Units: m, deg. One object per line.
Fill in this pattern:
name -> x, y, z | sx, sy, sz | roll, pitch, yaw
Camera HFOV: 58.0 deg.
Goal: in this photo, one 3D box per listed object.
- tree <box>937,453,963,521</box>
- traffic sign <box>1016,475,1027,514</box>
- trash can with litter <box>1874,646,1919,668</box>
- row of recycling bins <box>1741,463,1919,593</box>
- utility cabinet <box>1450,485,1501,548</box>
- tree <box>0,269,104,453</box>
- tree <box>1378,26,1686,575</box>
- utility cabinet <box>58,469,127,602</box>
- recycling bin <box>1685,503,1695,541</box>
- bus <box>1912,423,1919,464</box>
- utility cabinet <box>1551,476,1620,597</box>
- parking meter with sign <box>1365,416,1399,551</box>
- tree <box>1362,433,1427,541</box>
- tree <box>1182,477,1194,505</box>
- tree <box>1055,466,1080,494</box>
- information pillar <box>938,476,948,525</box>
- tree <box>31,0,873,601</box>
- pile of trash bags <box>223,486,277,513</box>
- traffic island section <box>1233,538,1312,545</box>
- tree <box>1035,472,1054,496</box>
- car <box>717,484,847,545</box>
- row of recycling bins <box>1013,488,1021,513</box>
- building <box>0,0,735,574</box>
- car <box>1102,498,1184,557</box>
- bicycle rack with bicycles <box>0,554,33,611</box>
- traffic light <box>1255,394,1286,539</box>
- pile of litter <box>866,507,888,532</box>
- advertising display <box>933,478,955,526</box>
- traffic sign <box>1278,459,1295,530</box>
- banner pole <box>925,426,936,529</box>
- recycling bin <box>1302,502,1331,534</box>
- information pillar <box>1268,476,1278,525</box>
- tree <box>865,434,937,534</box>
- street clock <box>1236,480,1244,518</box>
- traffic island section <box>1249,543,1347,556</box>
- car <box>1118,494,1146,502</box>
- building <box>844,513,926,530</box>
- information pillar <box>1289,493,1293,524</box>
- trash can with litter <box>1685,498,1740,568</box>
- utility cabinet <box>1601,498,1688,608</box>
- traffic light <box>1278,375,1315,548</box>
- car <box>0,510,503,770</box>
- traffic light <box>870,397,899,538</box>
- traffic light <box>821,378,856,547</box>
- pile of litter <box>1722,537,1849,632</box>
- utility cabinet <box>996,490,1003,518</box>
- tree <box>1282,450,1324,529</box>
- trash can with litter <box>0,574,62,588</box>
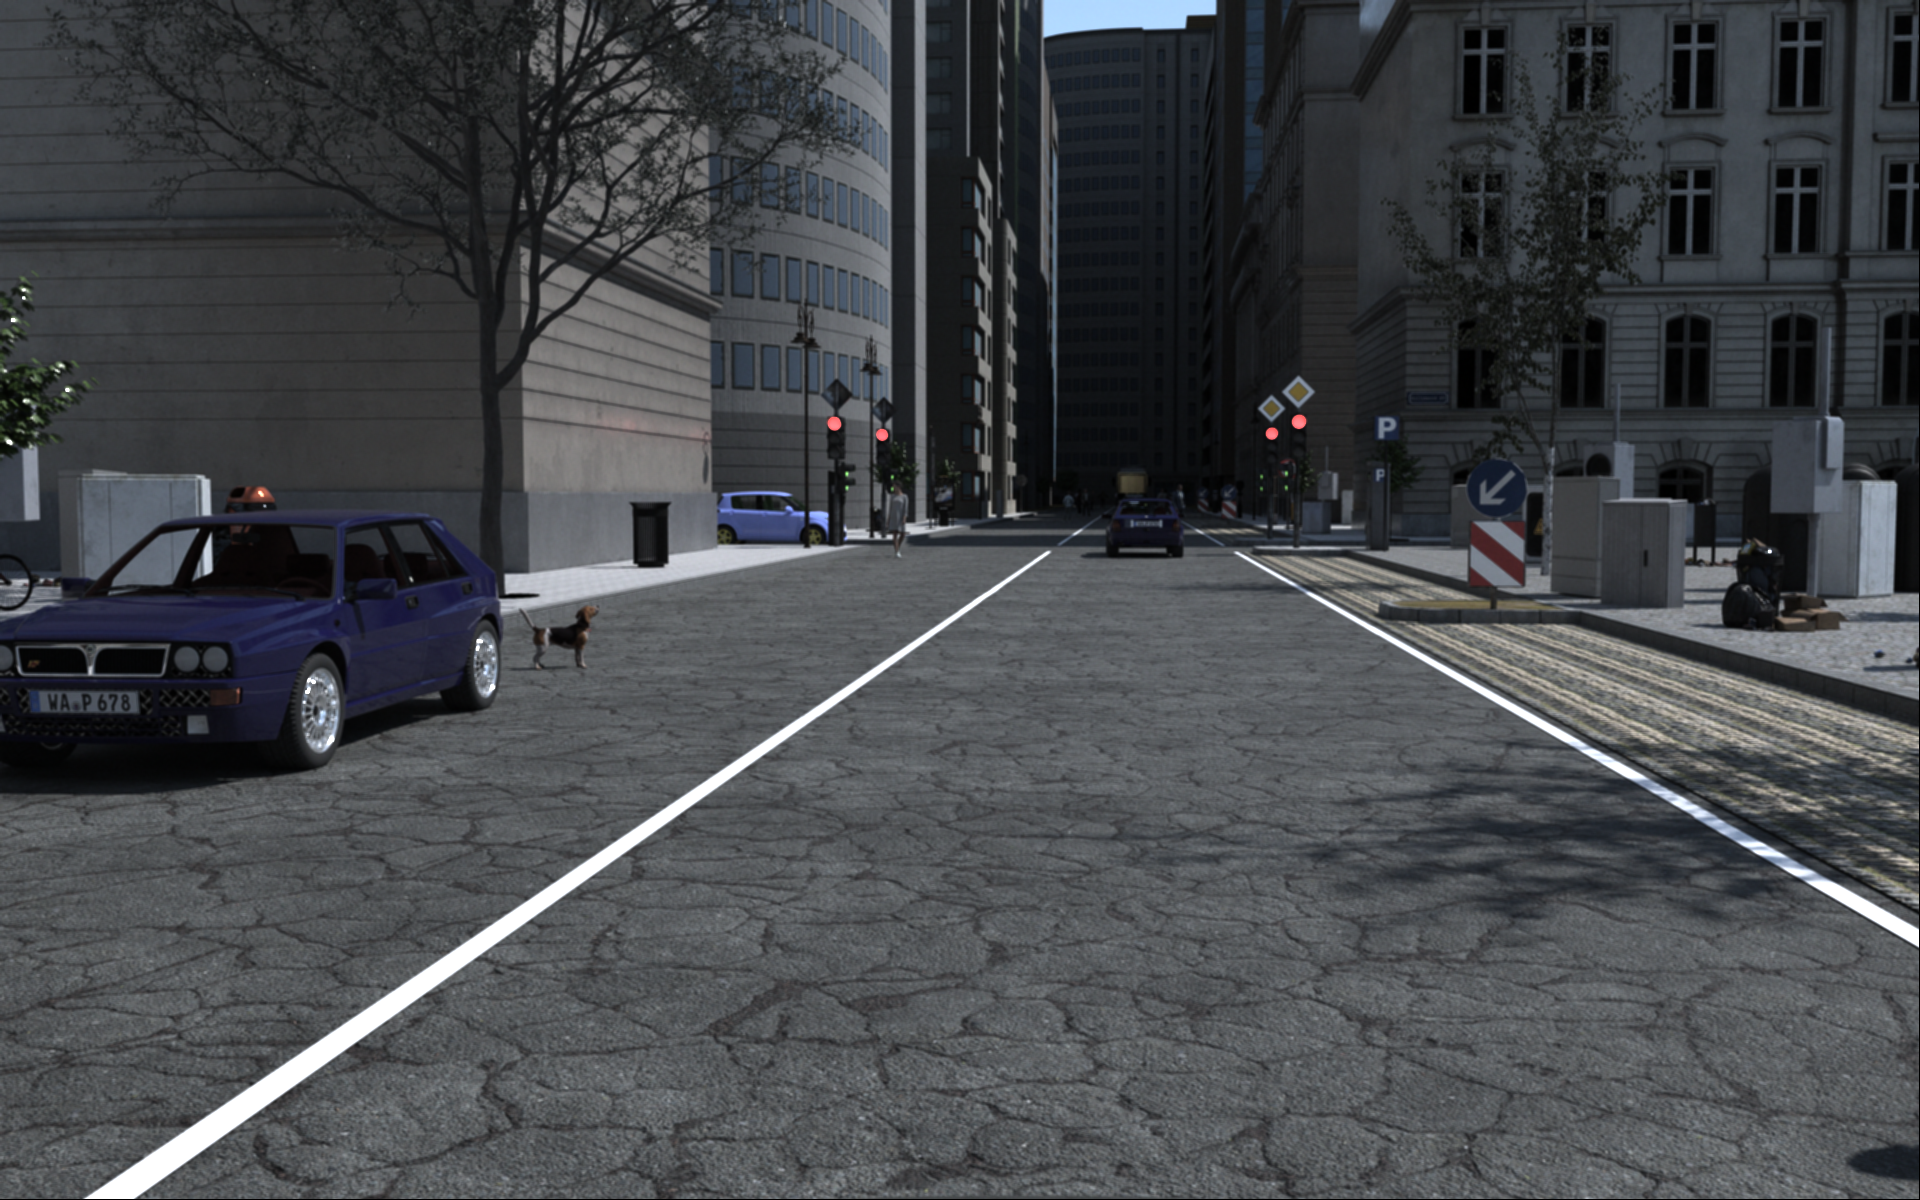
tree -> -0.650, -5.331, 81.771 | 1.663, 3.219, 1.824 | 0, 3, 0
traffic sign -> 4.007, -6.920, 113.249 | 0.768, 2.556, 0.104 | 1, 4, 9
trash can with litter -> 7.887, -0.125, 13.108 | 1.678, 1.210, 2.233 | 3, 5, 42
row of recycling bins -> 12.295, -0.970, 22.978 | 3.534, 1.692, 1.069 | 0, 4, 7
utility cabinet -> 12.048, -1.946, 40.501 | 0.318, 1.500, 1.173 | -3, 4, -37
tree -> -7.469, -1.105, 12.670 | 1.663, 3.219, 1.824 | 0, 3, 0
tree -> 9.095, -4.705, 27.294 | 4.360, 8.622, 3.978 | 0, 3, 0
utility cabinet -> -8.049, -0.455, 16.125 | 0.318, 1.500, 1.173 | -3, 5, -41
recycling bin -> 20.020, -2.179, 48.176 | 0.722, 1.027, 0.722 | 1, 4, 17
bus -> 31.018, -2.928, 42.733 | 13.247, 3.499, 2.948 | 0, 4, 7
utility cabinet -> 7.843, -0.798, 21.722 | 0.318, 1.500, 1.173 | 0, 4, -7
parking meter with sign -> 9.554, -2.643, 39.470 | 0.543, 3.016, 1.738 | 0, 4, 4
tree -> 12.008, -3.247, 47.684 | 1.663, 3.219, 1.824 | 0, 3, 0
tree -> 25.674, -12.350, 196.525 | 1.663, 3.219, 1.824 | 0, 3, 0
tree -> 12.510, -13.362, 202.174 | 4.285, 4.588, 4.351 | 0, 3, 0
information pillar -> -0.699, -4.054, 70.772 | 0.304, 2.012, 0.304 | -2, 4, -26
tree -> -5.656, -6.769, 21.043 | 12.009, 13.543, 11.850 | 0, 3, 0
pile of trash bags -> -9.096, -0.667, 20.657 | 3.447, 1.369, 1.912 | 3, 5, 41
traffic island section -> 8.809, -1.640, 49.090 | 2.009, 0.180, 2.903 | 0, 4, 6
tree -> 7.201, -9.347, 147.427 | 1.663, 3.219, 1.824 | 0, 3, 0
car -> -4.860, -2.235, 46.133 | 3.694, 1.707, 1.945 | 0, 4, 5
row of recycling bins -> 2.463, -6.905, 120.002 | 3.534, 1.692, 1.069 | 0, 4, 3
building -> -17.367, -15.124, 34.672 | 23.554, 28.519, 14.401 | 0, 4, 6
car -> 4.293, -1.710, 40.535 | 1.945, 1.354, 3.894 | 0, 4, 4
bicycle rack with bicycles -> -11.842, -0.298, 18.261 | 2.925, 0.926, 2.852 | 1, 4, 13
traffic light -> 8.770, -3.673, 48.980 | 0.839, 4.253, 0.868 | 0, 4, 6
pile of litter -> -2.632, -2.791, 59.592 | 1.176, 0.858, 1.719 | -1, 4, -9
advertising display -> -0.633, -3.899, 68.956 | 0.974, 1.923, 0.123 | 2, 4, 35
traffic sign -> 11.824, -3.810, 62.392 | 0.768, 2.556, 0.104 | 1, 4, 10
banner pole -> -1.018, -4.491, 63.440 | 0.401, 3.779, 0.863 | -1, 4, -17
recycling bin -> 11.465, -2.640, 55.714 | 0.722, 1.027, 0.722 | 3, 4, 36
information pillar -> 13.038, -4.139, 72.161 | 0.304, 2.012, 0.304 | 2, 4, 35
tree -> -1.992, -3.725, 55.501 | 1.663, 3.219, 1.824 | 0, 3, 0
street clock -> 14.880, -5.353, 92.094 | 0.471, 2.002, 0.358 | -3, 5, -41
traffic island section -> 8.015, -1.154, 41.144 | 2.009, 0.180, 2.903 | 0, 4, 6
car -> 10.826, -5.844, 107.348 | 2.131, 1.459, 4.920 | 0, 4, 7
building -> -13.397, -32.045, 65.927 | 21.231, 58.520, 28.212 | 0, 4, 6
information pillar -> 14.275, -5.036, 73.685 | 0.504, 3.616, 0.183 | -3, 4, -38
trash can with litter -> 13.405, -1.207, 30.793 | 1.678, 1.210, 2.233 | -1, 4, -14
utility cabinet -> 7.837, -0.534, 19.899 | 0.306, 1.237, 1.020 | -1, 4, -23
traffic light -> 7.976, -3.187, 41.034 | 0.839, 4.253, 0.868 | 0, 4, 6
car -> -4.091, 0.141, 10.282 | 1.945, 1.354, 3.894 | 0, 4, 4
traffic light -> -2.189, -3.739, 50.055 | 0.839, 4.253, 0.868 | 0, 4, 6
traffic light -> -2.983, -3.253, 42.109 | 0.839, 4.253, 0.868 | 0, 4, 6
pile of litter -> 8.033, -0.174, 16.809 | 1.719, 0.858, 1.176 | -3, 4, -38
utility cabinet -> 2.125, -5.153, 92.925 | 0.318, 1.500, 1.173 | 0, 4, 5
tree -> 12.809, -4.296, 64.843 | 1.663, 3.219, 1.824 | 0, 3, 0
trash can with litter -> -12.513, -0.817, 24.422 | 2.233, 1.210, 1.678 | 1, 4, 20
